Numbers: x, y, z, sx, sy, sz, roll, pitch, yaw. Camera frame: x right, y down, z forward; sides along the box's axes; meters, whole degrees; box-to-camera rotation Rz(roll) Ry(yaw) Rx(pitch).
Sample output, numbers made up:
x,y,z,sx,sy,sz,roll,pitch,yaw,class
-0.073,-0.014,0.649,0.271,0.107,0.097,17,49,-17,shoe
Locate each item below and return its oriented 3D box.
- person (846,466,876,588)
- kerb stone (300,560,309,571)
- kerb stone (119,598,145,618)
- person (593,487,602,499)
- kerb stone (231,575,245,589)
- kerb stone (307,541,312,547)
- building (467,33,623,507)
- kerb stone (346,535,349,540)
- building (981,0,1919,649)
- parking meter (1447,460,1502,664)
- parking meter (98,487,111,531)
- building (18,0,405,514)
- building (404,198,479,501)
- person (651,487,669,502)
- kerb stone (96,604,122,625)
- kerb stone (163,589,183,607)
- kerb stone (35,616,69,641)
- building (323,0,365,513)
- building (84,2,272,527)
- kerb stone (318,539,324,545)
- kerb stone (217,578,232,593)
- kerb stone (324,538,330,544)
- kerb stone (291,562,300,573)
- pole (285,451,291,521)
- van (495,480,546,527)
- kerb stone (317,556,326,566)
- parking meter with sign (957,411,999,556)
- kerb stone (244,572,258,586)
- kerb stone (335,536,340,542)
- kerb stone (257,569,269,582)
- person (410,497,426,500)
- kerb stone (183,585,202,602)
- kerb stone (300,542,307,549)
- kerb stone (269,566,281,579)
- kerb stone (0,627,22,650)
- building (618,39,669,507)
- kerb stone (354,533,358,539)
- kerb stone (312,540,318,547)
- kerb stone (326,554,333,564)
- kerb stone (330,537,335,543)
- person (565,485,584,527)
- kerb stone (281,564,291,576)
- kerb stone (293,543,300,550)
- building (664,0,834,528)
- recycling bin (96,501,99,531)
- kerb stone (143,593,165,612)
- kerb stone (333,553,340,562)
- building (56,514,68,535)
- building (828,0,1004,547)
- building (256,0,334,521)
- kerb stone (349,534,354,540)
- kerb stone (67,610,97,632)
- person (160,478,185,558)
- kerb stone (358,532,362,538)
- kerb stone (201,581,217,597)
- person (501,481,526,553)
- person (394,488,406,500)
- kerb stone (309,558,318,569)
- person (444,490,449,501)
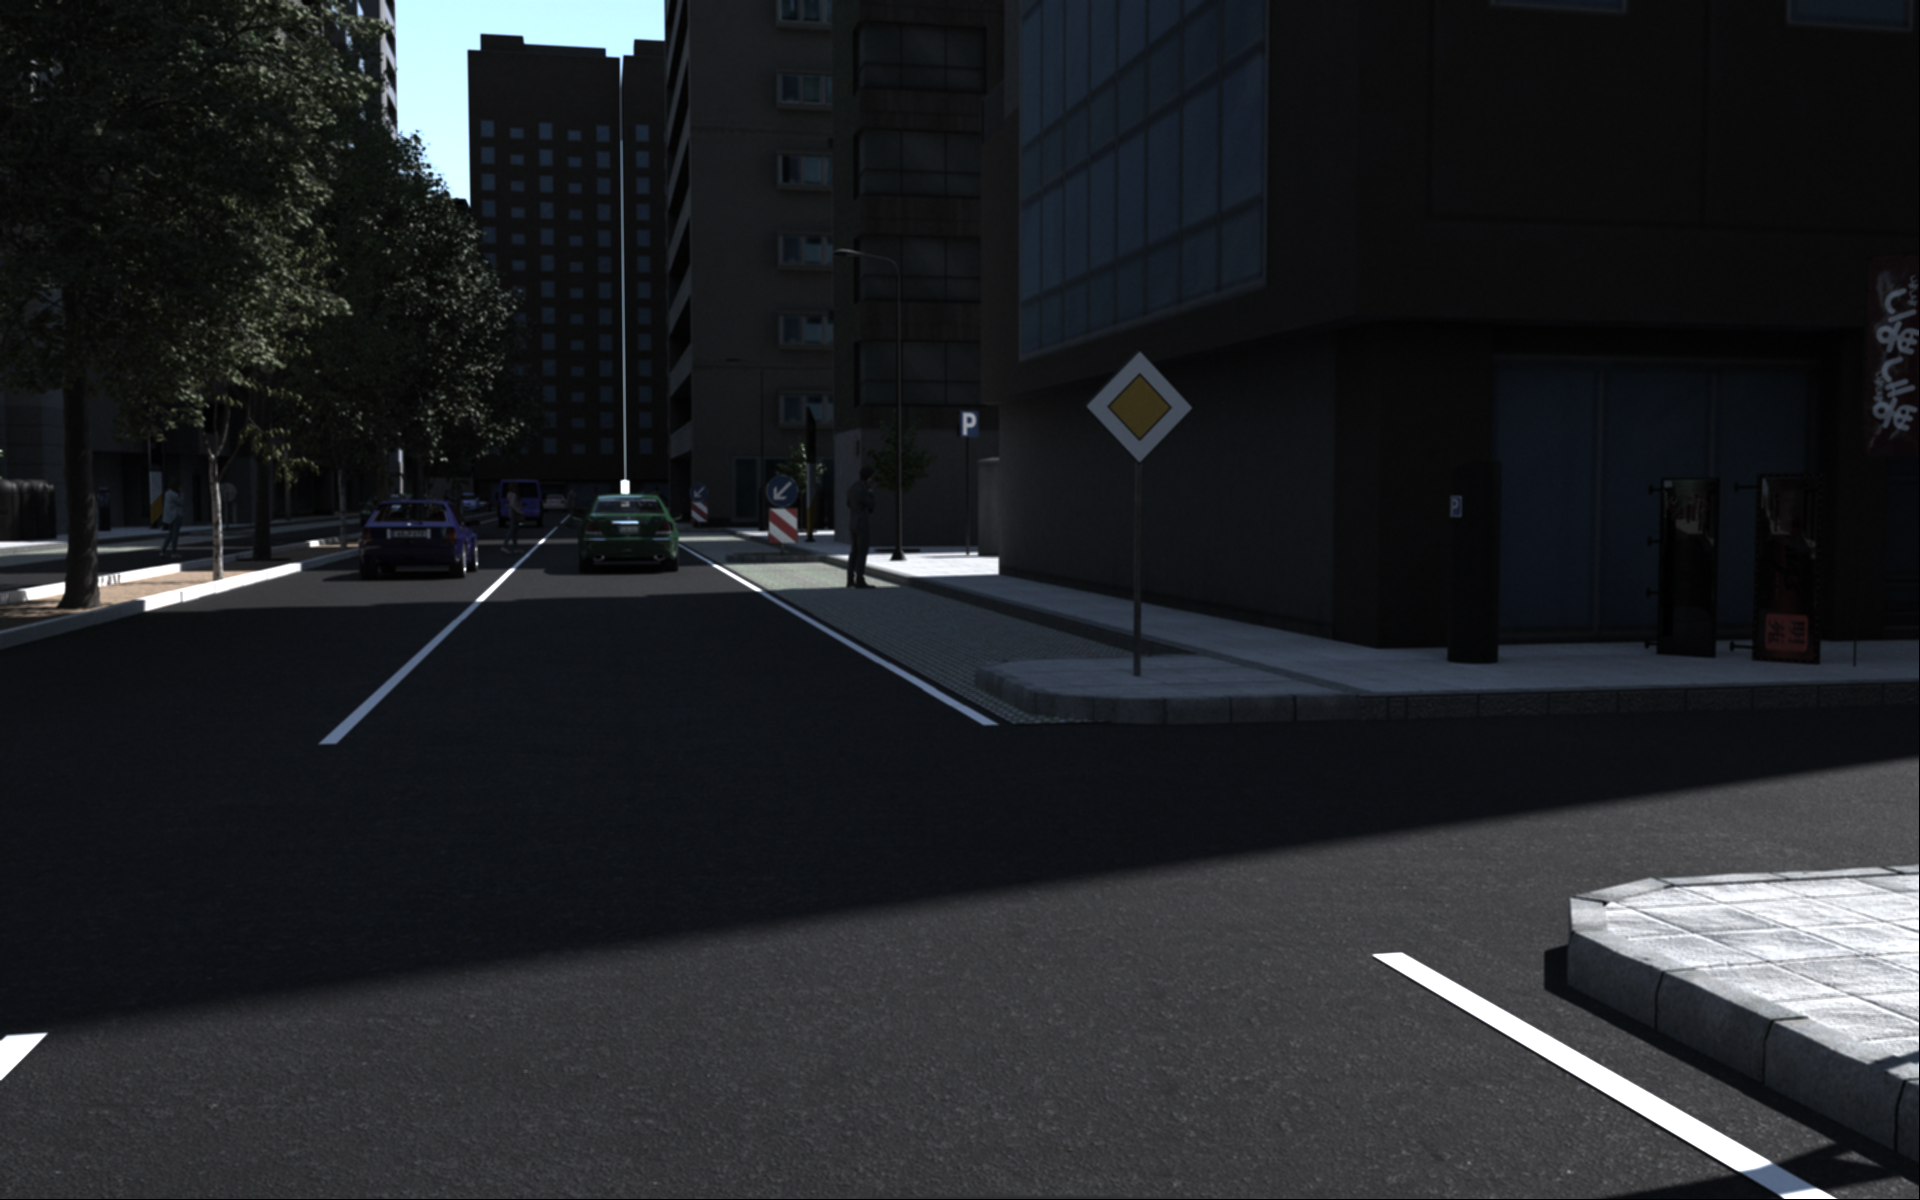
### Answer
x,y,z,sx,sy,sz,roll,pitch,yaw,class
-1.474,-1.100,26.287,0.447,1.846,0.655,-2,4,-30,person
-12.374,-0.618,32.417,0.120,0.150,1.000,-1,4,-12,kerb stone
-9.813,0.112,20.374,0.120,0.150,1.000,-1,4,-12,kerb stone
-16.802,-4.368,80.261,0.721,1.781,0.623,-2,4,-27,person
-11.100,-0.257,26.399,0.120,0.150,1.000,-1,4,-12,kerb stone
-17.428,-1.459,46.046,0.120,0.150,1.000,-1,4,-12,kerb stone
-41.133,-32.008,173.434,14.200,45.320,14.600,-1,4,-12,building
-18.919,-1.888,53.057,0.120,0.150,1.000,-1,4,-12,kerb stone
8.648,-22.669,20.745,14.200,45.320,14.600,-1,4,-12,building
3.926,-0.294,13.222,0.372,1.533,0.369,0,3,0,parking meter
-29.666,-3.157,60.030,0.372,1.533,0.369,0,3,0,parking meter
-60.807,-36.637,141.014,28.212,58.520,21.231,-1,4,-12,building
-54.768,-24.359,169.966,14.107,30.474,14.160,-1,4,-12,building
-15.597,-4.932,89.234,1.348,1.812,0.705,0,4,8,person
-9.597,0.180,19.371,0.120,0.150,1.000,-1,4,-12,kerb stone
-10.252,-0.011,22.383,0.120,0.150,1.000,-1,4,-12,kerb stone
-9.176,0.296,17.362,0.120,0.150,1.000,-1,4,-12,kerb stone
-52.207,-30.321,115.352,23.786,49.044,30.456,-1,4,-12,building
-36.722,-18.223,69.653,14.160,30.474,14.107,-1,4,-12,building
-17.847,-1.582,48.055,0.120,0.150,1.000,-1,4,-12,kerb stone
-10.883,-0.196,25.400,0.120,0.150,1.000,-1,4,-12,kerb stone
-18.063,-1.643,49.054,0.120,0.150,1.000,-1,4,-12,kerb stone
-12.165,-0.564,31.415,0.120,0.150,1.000,-1,4,-12,kerb stone
-31.951,-5.411,82.313,0.158,3.312,0.155,0,3,0,pole
-19.438,-4.418,76.619,2.240,2.365,5.245,-1,4,-14,van
-12.794,-0.748,34.424,0.120,0.150,1.000,-1,4,-12,kerb stone
0.730,-2.422,35.856,0.543,3.016,1.738,-3,5,-43,parking meter with sign
-11.310,-0.318,27.400,0.120,0.150,1.000,-1,4,-12,kerb stone
-18.478,-1.760,51.057,0.120,0.150,1.000,-1,4,-12,kerb stone
-11.525,-0.380,28.407,0.120,0.150,1.000,-1,4,-12,kerb stone
-29.349,-5.199,94.030,1.217,1.766,0.721,-3,5,-41,person
-10.455,-0.073,23.396,0.120,0.150,1.000,-1,4,-12,kerb stone
-17.208,-1.398,45.048,0.120,0.150,1.000,-1,4,-12,kerb stone
-11.735,-0.441,29.411,0.120,0.150,1.000,-1,4,-12,kerb stone
-8.966,0.357,16.361,0.120,0.150,1.000,-1,4,-12,kerb stone
-26.770,-32.130,175.437,14.200,45.320,14.600,-1,4,-12,building
-19.344,-2.010,55.066,0.120,0.150,1.000,-1,4,-12,kerb stone
-17.637,-1.520,47.047,0.120,0.150,1.000,-1,4,-12,kerb stone
-13.017,-0.809,35.422,0.120,0.150,1.000,-1,4,-12,kerb stone
-18.277,-1.704,50.054,0.120,0.150,1.000,-1,4,-12,kerb stone
-16.631,-4.026,74.443,0.853,1.813,0.709,1,4,12,person
-11.948,-0.501,30.412,0.120,0.150,1.000,-1,4,-12,kerb stone
-16.992,-1.336,44.034,0.120,0.150,1.000,-1,4,-12,kerb stone
-1.848,-27.701,76.620,21.300,48.544,21.600,-1,4,-12,building
-30.537,-2.971,61.131,0.722,1.027,0.722,-1,4,-17,recycling bin
-10.033,0.050,21.378,0.120,0.150,1.000,-1,4,-12,kerb stone
-13.232,-0.871,36.431,0.120,0.150,1.000,-1,4,-12,kerb stone
-36.115,-30.408,39.172,21.231,58.520,28.212,-1,4,-12,building
3.044,-16.977,49.284,14.160,30.474,14.107,-1,4,-12,building
-45.840,-28.529,90.158,21.300,48.544,21.600,-1,4,-12,building
-19.128,-1.949,54.061,0.120,0.150,1.000,-1,4,-12,kerb stone
-9.390,0.235,18.366,0.120,0.150,1.000,-1,4,-12,kerb stone
-17.728,-1.847,38.955,0.793,1.790,0.793,1,4,10,person
-19.550,-2.072,56.072,0.120,0.150,1.000,-1,4,-12,kerb stone
-10.675,-0.134,24.398,0.120,0.150,1.000,-1,4,-12,kerb stone
-10.861,-2.012,41.984,0.643,1.750,0.593,-2,4,-29,person
-28.679,-4.825,88.109,1.217,1.743,0.721,-1,4,-10,person
-12.584,-0.684,33.417,0.120,0.150,1.000,-1,4,-12,kerb stone
-33.281,-6.288,112.231,0.530,1.710,0.541,-1,4,-15,person
